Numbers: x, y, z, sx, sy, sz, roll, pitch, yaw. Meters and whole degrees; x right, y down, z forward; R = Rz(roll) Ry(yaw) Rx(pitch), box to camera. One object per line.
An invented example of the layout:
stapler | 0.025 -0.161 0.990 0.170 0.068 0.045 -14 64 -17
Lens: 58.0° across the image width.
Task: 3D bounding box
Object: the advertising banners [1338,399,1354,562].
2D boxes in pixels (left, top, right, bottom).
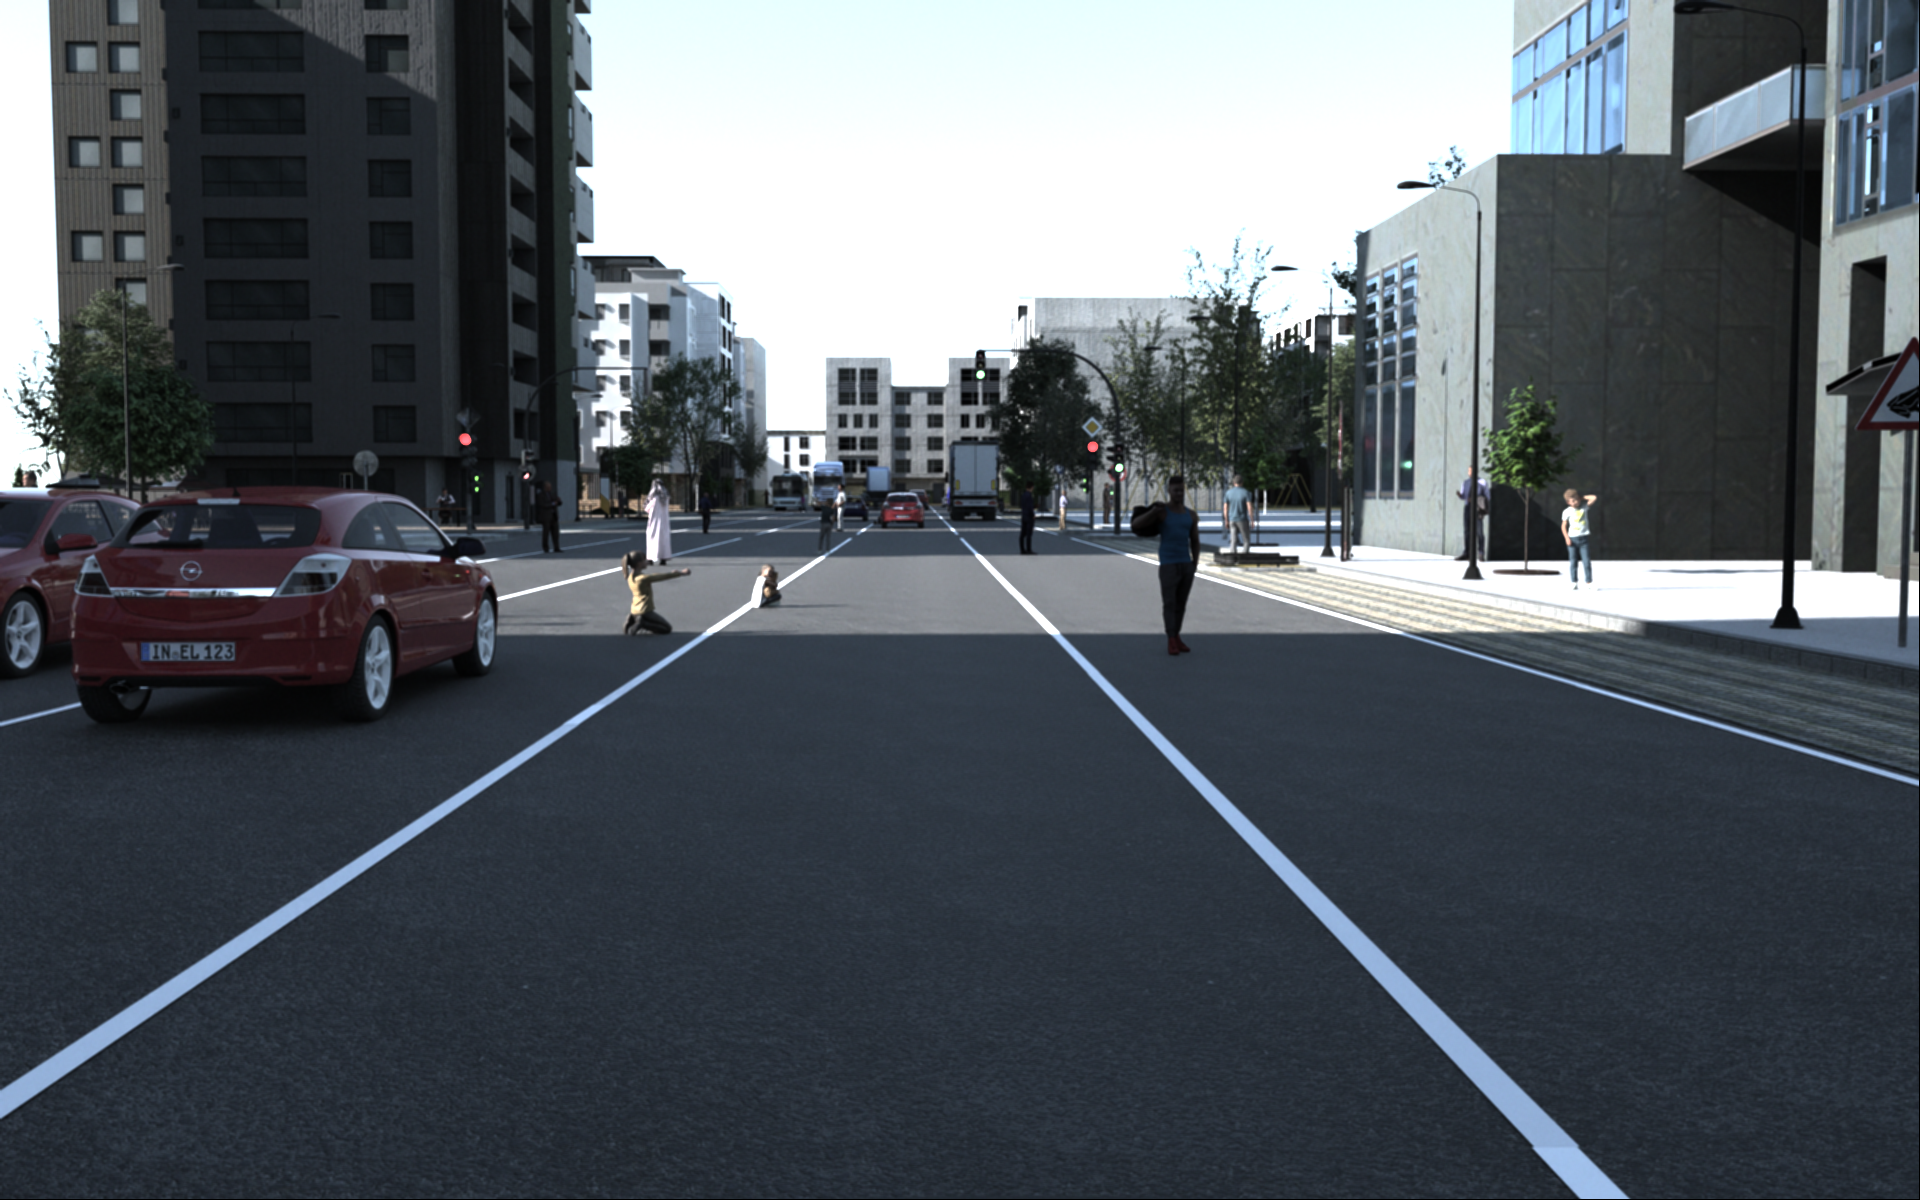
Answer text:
advertising banners | 7.342 -2.252 33.003 0.090 3.025 2.074 1 4 20

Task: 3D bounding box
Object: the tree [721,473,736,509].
tree | -19.601 -9.335 147.224 1.663 3.219 1.824 0 3 0

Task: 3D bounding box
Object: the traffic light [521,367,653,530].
traffic light | -13.438 -5.351 62.159 4.771 5.953 1.251 0 4 -1

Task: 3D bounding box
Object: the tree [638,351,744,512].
tree | -19.280 -12.164 124.632 9.928 11.665 9.643 0 3 0

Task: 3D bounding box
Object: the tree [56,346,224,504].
tree | -18.230 -3.358 38.617 4.285 4.588 4.351 0 3 0

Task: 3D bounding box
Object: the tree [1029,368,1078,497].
tree | 6.070 -9.133 99.687 4.360 8.622 3.978 0 3 0

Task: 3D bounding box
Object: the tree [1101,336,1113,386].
tree | 7.581 -7.211 68.269 4.737 8.622 4.395 0 3 0

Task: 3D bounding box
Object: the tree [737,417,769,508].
tree | -19.858 -12.838 160.261 4.360 8.622 3.978 0 3 0

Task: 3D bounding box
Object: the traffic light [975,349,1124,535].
traffic light | 2.853 -4.877 54.405 4.771 5.953 1.251 0 4 -1

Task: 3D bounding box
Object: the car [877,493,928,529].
car | -2.436 -3.935 73.371 2.155 1.783 4.494 0 4 -2

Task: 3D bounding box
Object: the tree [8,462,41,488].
tree | -51.663 -6.148 95.114 1.663 3.219 1.824 0 3 0

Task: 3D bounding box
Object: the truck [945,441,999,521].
truck | 0.674 -6.583 96.553 2.839 4.237 11.283 0 4 -1

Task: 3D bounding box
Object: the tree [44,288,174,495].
tree | -46.261 -10.860 95.694 7.486 12.596 7.792 0 3 0

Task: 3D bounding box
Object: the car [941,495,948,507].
car | -1.009 -10.801 188.964 2.083 1.381 4.827 0 4 -3

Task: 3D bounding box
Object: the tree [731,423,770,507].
tree | -20.791 -13.479 170.740 4.737 8.622 4.395 0 3 0

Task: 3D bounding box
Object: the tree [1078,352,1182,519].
tree | 8.628 -8.452 88.551 4.360 8.622 3.978 0 3 0

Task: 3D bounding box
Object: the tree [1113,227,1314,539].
tree | 7.646 -6.026 48.895 4.737 8.622 4.395 0 3 0

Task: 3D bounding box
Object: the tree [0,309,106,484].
tree | -35.849 -7.254 68.959 4.737 8.622 4.395 0 3 0

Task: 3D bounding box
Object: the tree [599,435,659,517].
tree | -18.500 -6.916 96.797 4.285 4.588 4.351 0 3 0

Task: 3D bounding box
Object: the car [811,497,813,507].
car | -15.341 -11.104 190.353 1.959 1.807 4.718 0 4 -3

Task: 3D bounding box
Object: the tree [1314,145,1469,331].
tree | 26.327 -14.754 97.115 12.611 20.169 13.585 0 3 0

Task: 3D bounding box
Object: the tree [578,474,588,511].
tree | -28.935 -8.341 130.971 1.663 3.219 1.824 0 3 0

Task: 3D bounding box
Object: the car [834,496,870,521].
car | -5.783 -4.891 92.540 1.945 1.354 3.894 0 4 -2

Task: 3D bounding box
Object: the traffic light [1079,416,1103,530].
traffic light | 4.748 -4.505 62.580 0.839 4.253 0.868 0 4 -1

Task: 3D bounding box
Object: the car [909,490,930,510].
car | -3.835 -9.008 155.957 2.281 1.827 5.304 0 4 -1

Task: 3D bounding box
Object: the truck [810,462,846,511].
truck | -11.004 -9.765 149.417 2.967 4.110 18.799 0 4 -2

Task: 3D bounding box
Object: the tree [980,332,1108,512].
tree | 6.018 -12.580 122.696 9.611 12.733 9.660 0 3 0

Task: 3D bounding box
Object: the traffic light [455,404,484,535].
traffic light | -15.333 -3.986 54.090 0.839 4.253 0.868 0 4 -1

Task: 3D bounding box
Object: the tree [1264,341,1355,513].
tree | 24.174 -11.823 119.053 9.928 11.665 9.643 0 3 0

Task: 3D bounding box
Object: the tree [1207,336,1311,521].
tree | 14.193 -8.018 81.455 4.360 8.622 3.978 0 3 0

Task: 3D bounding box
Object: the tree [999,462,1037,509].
tree | 5.046 -9.937 146.178 4.285 4.588 4.351 0 3 0

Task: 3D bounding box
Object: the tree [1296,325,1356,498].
tree | 25.968 -11.735 109.986 7.486 12.596 7.792 0 3 0

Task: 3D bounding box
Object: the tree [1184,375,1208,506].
tree | 11.457 -8.888 95.676 4.360 8.622 3.978 0 3 0

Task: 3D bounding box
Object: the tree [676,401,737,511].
tree | -20.208 -11.211 133.662 4.360 8.622 3.978 0 3 0

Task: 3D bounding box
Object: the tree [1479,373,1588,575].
tree | 9.238 -2.030 27.786 1.663 3.219 1.824 0 3 0

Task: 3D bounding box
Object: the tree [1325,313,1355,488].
tree | 16.231 -7.103 66.499 4.360 8.622 3.978 0 3 0

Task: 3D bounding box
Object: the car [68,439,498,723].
car | -4.588 -0.202 12.349 2.155 1.783 4.494 0 4 -1

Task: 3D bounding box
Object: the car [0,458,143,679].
car | -8.208 -0.349 14.747 2.155 1.783 4.494 0 4 -1

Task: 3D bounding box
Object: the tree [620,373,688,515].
tree | -18.822 -9.457 104.981 4.737 8.622 4.395 0 3 0

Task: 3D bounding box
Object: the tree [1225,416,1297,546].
tree | 7.386 -2.946 42.762 1.663 3.219 1.824 0 3 0

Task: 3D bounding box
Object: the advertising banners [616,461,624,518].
advertising banners | -18.203 -5.899 92.640 0.090 3.025 2.074 0 3 0
